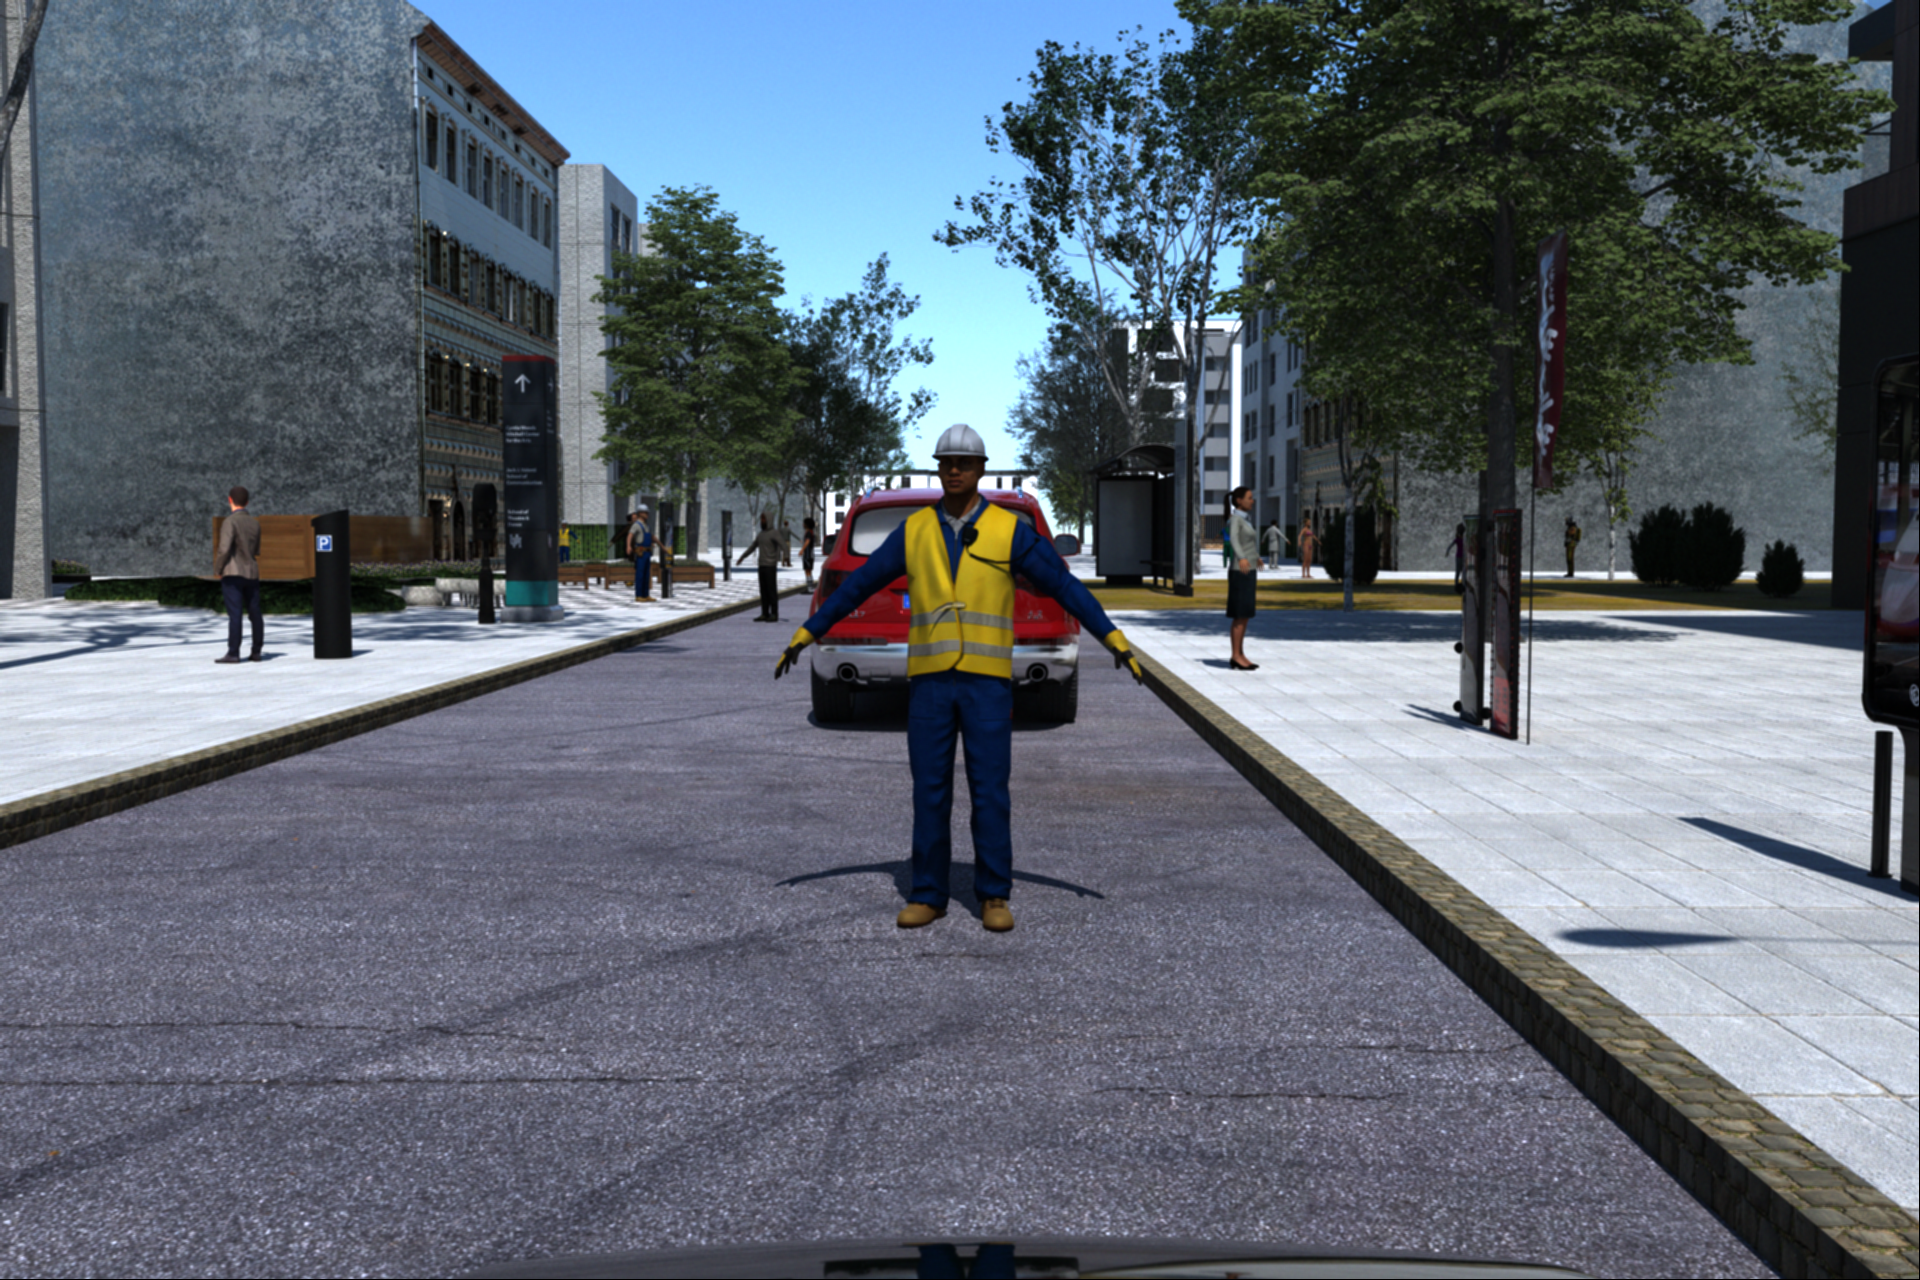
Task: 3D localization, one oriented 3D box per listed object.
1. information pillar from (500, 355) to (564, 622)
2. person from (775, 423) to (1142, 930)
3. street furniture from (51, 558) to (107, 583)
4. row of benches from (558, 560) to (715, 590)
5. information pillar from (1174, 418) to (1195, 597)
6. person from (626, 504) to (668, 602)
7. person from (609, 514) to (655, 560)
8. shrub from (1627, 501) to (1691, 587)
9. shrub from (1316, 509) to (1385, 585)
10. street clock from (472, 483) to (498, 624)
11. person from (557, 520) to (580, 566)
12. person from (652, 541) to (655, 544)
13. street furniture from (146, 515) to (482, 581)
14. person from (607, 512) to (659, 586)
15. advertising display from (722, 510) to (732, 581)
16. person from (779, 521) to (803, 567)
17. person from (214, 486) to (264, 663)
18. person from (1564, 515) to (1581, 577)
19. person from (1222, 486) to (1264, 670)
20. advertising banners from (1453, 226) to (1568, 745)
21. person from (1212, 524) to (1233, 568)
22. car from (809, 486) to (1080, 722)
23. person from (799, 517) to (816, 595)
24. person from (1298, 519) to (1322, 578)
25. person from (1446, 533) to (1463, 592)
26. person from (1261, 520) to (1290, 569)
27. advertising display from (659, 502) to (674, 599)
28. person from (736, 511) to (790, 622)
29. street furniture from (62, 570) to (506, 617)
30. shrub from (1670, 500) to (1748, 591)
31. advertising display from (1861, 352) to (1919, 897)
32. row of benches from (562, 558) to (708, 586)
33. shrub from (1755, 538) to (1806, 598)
[{"bbox_3d":[-6.299,-2.204,25.420,0.750,3.857,0.750,0,4,1],"label":"information pillar"},{"bbox_3d":[-0.003,0.128,6.341,1.349,1.833,0.705,1,4,11],"label":"person"},{"bbox_3d":[-26.784,-2.472,47.269,9.812,1.723,11.010,-3,4,-39],"label":"street furniture"},{"bbox_3d":[-7.607,-1.510,40.148,4.104,0.672,1.422,-1,4,-14],"label":"row of benches"},{"bbox_3d":[4.659,-2.735,36.031,0.184,3.620,1.656,0,4,-1],"label":"information pillar"},{"bbox_3d":[-5.988,-1.650,32.832,0.705,1.847,1.347,1,4,22],"label":"person"},{"bbox_3d":[-8.992,-2.530,47.304,1.347,1.837,0.705,1,4,11],"label":"person"},{"bbox_3d":[17.042,-2.316,41.915,1.661,2.075,1.752,0,3,0],"label":"shrub"},{"bbox_3d":[9.950,-2.427,44.093,1.690,2.028,1.600,0,3,0],"label":"shrub"},{"bbox_3d":[-6.780,-1.234,24.754,0.358,2.002,0.471,0,4,1],"label":"street clock"},{"bbox_3d":[-13.478,-3.207,58.896,1.216,1.772,0.721,1,4,11],"label":"person"},{"bbox_3d":[-12.658,-3.879,69.209,1.354,1.856,0.705,3,5,45],"label":"person"},{"bbox_3d":[-14.957,-2.261,43.820,9.812,1.723,11.010,1,4,11],"label":"street furniture"},{"bbox_3d":[-7.953,-2.218,42.401,1.346,1.812,0.704,0,4,7],"label":"person"},{"bbox_3d":[-6.380,-2.582,47.429,0.123,1.923,0.974,0,4,2],"label":"advertising display"},{"bbox_3d":[-6.809,-3.778,68.034,1.348,1.796,0.705,2,4,26],"label":"person"},{"bbox_3d":[-7.330,-0.662,17.405,0.750,1.759,0.617,2,4,35],"label":"person"},{"bbox_3d":[18.178,-2.807,51.656,0.705,1.858,1.354,1,4,22],"label":"person"},{"bbox_3d":[2.749,-0.587,16.422,0.721,1.735,1.217,1,4,16],"label":"person"},{"bbox_3d":[3.464,-0.904,10.966,0.090,3.025,2.074,0,4,1],"label":"advertising banners"},{"bbox_3d":[10.131,-3.616,65.253,1.347,1.817,0.704,1,4,22],"label":"person"},{"bbox_3d":[-0.093,-0.372,14.748,2.281,1.827,5.304,0,4,1],"label":"car"},{"bbox_3d":[-3.620,-1.986,41.070,0.704,1.843,1.345,0,4,3],"label":"person"},{"bbox_3d":[10.133,-2.654,50.201,0.721,1.733,1.217,3,5,43],"label":"person"},{"bbox_3d":[11.121,-1.775,38.286,0.991,1.433,0.599,-2,4,-24],"label":"person"},{"bbox_3d":[11.414,-3.468,62.885,0.705,1.806,1.347,-3,4,-38],"label":"person"},{"bbox_3d":[-5.891,-1.808,34.781,0.123,1.923,0.974,0,4,1],"label":"advertising display"},{"bbox_3d":[-3.160,-1.204,28.267,0.705,1.813,1.348,-3,5,-44],"label":"person"},{"bbox_3d":[-12.176,-0.969,31.465,5.734,0.657,10.072,-3,5,-40],"label":"street furniture"},{"bbox_3d":[16.822,-2.135,38.944,1.661,2.075,1.752,0,3,0],"label":"shrub"},{"bbox_3d":[3.439,-0.049,6.008,0.123,1.923,0.974,0,4,1],"label":"advertising display"},{"bbox_3d":[-8.275,-1.790,44.733,4.104,0.672,1.422,-3,5,-41],"label":"row of benches"},{"bbox_3d":[16.584,-1.461,35.009,1.383,1.207,1.383,0,3,0],"label":"shrub"}]
